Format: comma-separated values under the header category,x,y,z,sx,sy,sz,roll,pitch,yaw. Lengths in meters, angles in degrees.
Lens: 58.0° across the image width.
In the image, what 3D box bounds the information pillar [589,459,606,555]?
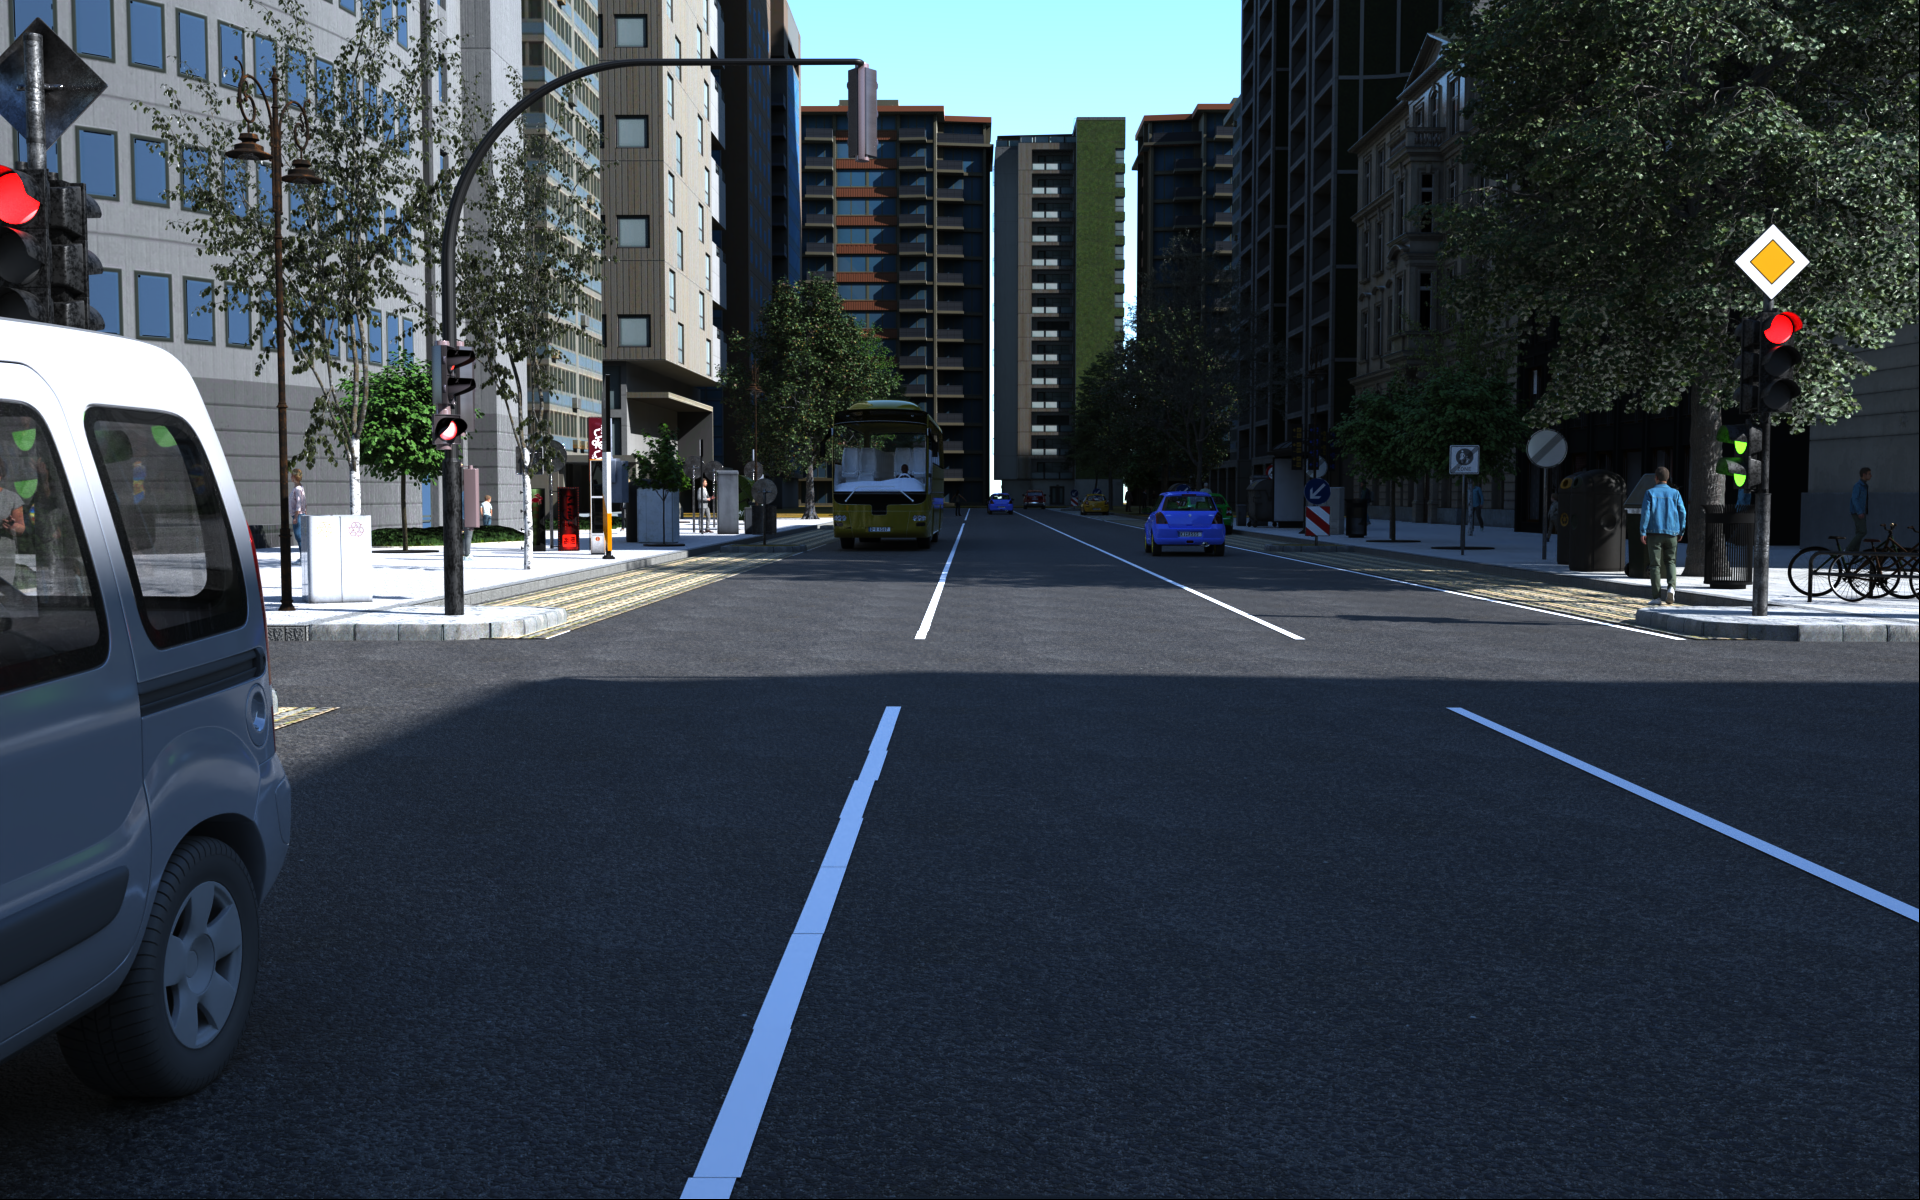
category,x,y,z,sx,sy,sz,roll,pitch,yaw
information pillar,-7.671,-1.969,36.682,0.304,2.012,0.304,0,4,-8

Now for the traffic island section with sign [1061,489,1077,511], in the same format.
category,x,y,z,sx,sy,sz,roll,pitch,yaw
traffic island section with sign,9.590,-8.490,147.446,1.989,1.847,2.006,0,4,0

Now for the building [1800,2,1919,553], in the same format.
category,x,y,z,sx,sy,sz,roll,pitch,yaw
building,30.546,-15.002,32.679,23.554,28.519,14.401,0,4,0

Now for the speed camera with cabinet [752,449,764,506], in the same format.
category,x,y,z,sx,sy,sz,roll,pitch,yaw
speed camera with cabinet,-8.880,-4.983,75.801,0.660,3.252,2.038,0,4,-5

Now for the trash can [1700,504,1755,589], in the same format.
category,x,y,z,sx,sy,sz,roll,pitch,yaw
trash can,10.446,-0.726,23.529,0.748,1.137,0.748,0,3,0

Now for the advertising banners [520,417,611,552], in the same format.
category,x,y,z,sx,sy,sz,roll,pitch,yaw
advertising banners,-8.849,-2.615,38.951,2.074,3.025,0.090,-2,4,-29

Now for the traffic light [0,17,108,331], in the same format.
category,x,y,z,sx,sy,sz,roll,pitch,yaw
traffic light,-5.415,-1.306,10.269,0.839,4.253,0.868,0,4,0

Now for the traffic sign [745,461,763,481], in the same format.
category,x,y,z,sx,sy,sz,roll,pitch,yaw
traffic sign,-7.914,-4.051,66.332,0.768,2.556,0.104,1,4,10

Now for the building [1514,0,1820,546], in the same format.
category,x,y,z,sx,sy,sz,roll,pitch,yaw
building,24.899,-13.485,50.159,12.332,23.373,15.834,0,4,0

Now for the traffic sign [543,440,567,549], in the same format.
category,x,y,z,sx,sy,sz,roll,pitch,yaw
traffic sign,-9.600,-2.480,40.659,0.768,2.556,0.104,0,4,5

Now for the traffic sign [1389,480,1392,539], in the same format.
category,x,y,z,sx,sy,sz,roll,pitch,yaw
traffic sign,12.346,-3.033,49.593,0.884,2.594,0.081,1,4,10

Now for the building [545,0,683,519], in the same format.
category,x,y,z,sx,sy,sz,roll,pitch,yaw
building,-30.401,-23.808,81.139,32.217,40.220,23.993,0,4,0

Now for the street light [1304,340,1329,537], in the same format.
category,x,y,z,sx,sy,sz,roll,pitch,yaw
street light,10.674,-4.848,52.046,0.468,5.910,1.993,0,4,0

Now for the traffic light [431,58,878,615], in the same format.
category,x,y,z,sx,sy,sz,roll,pitch,yaw
traffic light,-3.253,-2.667,18.271,4.771,5.953,1.251,0,4,0

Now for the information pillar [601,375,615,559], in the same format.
category,x,y,z,sx,sy,sz,roll,pitch,yaw
information pillar,-6.985,-2.623,34.243,0.183,3.616,0.504,-1,4,-22

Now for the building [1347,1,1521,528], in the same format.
category,x,y,z,sx,sy,sz,roll,pitch,yaw
building,26.077,-15.673,75.341,14.460,24.649,34.723,0,4,0

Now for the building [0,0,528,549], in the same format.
category,x,y,z,sx,sy,sz,roll,pitch,yaw
building,-26.073,-30.856,46.502,21.231,58.520,28.212,0,4,0

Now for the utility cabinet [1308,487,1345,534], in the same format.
category,x,y,z,sx,sy,sz,roll,pitch,yaw
utility cabinet,11.584,-2.825,54.860,1.173,1.500,0.318,3,5,45

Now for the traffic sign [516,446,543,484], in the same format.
category,x,y,z,sx,sy,sz,roll,pitch,yaw
traffic sign,-9.202,-2.134,37.026,0.606,2.300,0.079,1,4,9

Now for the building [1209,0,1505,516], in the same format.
category,x,y,z,sx,sy,sz,roll,pitch,yaw
building,29.840,-41.992,124.825,20.563,71.187,20.611,0,4,0

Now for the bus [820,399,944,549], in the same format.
category,x,y,z,sx,sy,sz,roll,pitch,yaw
bus,-1.887,-3.496,48.703,2.896,3.916,12.252,0,4,1

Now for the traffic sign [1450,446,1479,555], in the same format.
category,x,y,z,sx,sy,sz,roll,pitch,yaw
traffic sign,10.559,-2.092,36.327,0.606,2.300,0.079,0,4,5

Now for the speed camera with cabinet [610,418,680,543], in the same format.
category,x,y,z,sx,sy,sz,roll,pitch,yaw
speed camera with cabinet,-8.393,-3.112,45.211,2.038,3.252,0.660,0,4,7

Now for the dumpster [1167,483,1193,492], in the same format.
category,x,y,z,sx,sy,sz,roll,pitch,yaw
dumpster,11.603,-5.209,90.926,1.264,1.857,1.865,0,4,0

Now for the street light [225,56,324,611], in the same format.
category,x,y,z,sx,sy,sz,roll,pitch,yaw
street light,-7.416,-2.821,18.905,0.468,5.910,1.993,0,4,0

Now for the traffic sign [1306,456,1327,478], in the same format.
category,x,y,z,sx,sy,sz,roll,pitch,yaw
traffic sign,11.737,-3.493,57.221,0.768,2.556,0.104,1,4,9

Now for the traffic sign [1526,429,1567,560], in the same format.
category,x,y,z,sx,sy,sz,roll,pitch,yaw
traffic sign,11.464,-2.067,33.906,0.768,2.556,0.104,1,4,10

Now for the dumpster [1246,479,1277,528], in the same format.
category,x,y,z,sx,sy,sz,roll,pitch,yaw
dumpster,11.792,-3.735,66.818,1.264,1.857,1.865,0,4,0

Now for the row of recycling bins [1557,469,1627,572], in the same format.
category,x,y,z,sx,sy,sz,roll,pitch,yaw
row of recycling bins,11.038,-1.412,30.203,1.069,1.692,3.534,1,4,15

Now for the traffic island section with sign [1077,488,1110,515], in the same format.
category,x,y,z,sx,sy,sz,roll,pitch,yaw
traffic island section with sign,9.352,-6.825,120.215,1.989,1.847,2.006,0,4,0

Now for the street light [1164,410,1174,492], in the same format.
category,x,y,z,sx,sy,sz,roll,pitch,yaw
street light,11.163,-7.348,92.925,0.468,5.910,1.993,0,4,0

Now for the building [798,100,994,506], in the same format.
category,x,y,z,sx,sy,sz,roll,pitch,yaw
building,-10.738,-33.073,195.361,28.867,44.769,22.147,0,4,0

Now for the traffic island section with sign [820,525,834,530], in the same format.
category,x,y,z,sx,sy,sz,roll,pitch,yaw
traffic island section with sign,-4.603,-3.759,70.090,1.989,1.847,2.006,0,4,0

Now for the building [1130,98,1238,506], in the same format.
category,x,y,z,sx,sy,sz,roll,pitch,yaw
building,32.609,-33.007,194.294,28.867,44.769,22.147,0,4,0

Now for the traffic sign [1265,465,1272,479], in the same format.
category,x,y,z,sx,sy,sz,roll,pitch,yaw
traffic sign,13.334,-4.488,73.487,0.768,2.556,0.104,0,4,4

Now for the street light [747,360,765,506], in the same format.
category,x,y,z,sx,sy,sz,roll,pitch,yaw
street light,-7.035,-5.315,59.689,0.468,5.910,1.993,0,4,0

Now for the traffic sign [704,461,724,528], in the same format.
category,x,y,z,sx,sy,sz,roll,pitch,yaw
traffic sign,-9.398,-4.038,66.133,0.768,2.556,0.104,1,4,10

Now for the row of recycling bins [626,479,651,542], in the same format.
category,x,y,z,sx,sy,sz,roll,pitch,yaw
row of recycling bins,-8.420,-2.480,47.661,1.069,1.692,3.534,0,4,2

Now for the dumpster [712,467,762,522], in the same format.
category,x,y,z,sx,sy,sz,roll,pitch,yaw
dumpster,-8.102,-3.678,62.631,1.502,2.255,1.985,0,4,0

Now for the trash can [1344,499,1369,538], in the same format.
category,x,y,z,sx,sy,sz,roll,pitch,yaw
trash can,11.666,-2.404,50.955,0.748,1.137,0.748,0,3,0

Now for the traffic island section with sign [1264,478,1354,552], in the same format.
category,x,y,z,sx,sy,sz,roll,pitch,yaw
traffic island section with sign,8.684,-2.124,43.349,1.989,1.847,2.006,0,4,0

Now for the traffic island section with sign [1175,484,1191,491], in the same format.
category,x,y,z,sx,sy,sz,roll,pitch,yaw
traffic island section with sign,8.921,-3.796,70.700,1.989,1.847,2.006,0,4,0

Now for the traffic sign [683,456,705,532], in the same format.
category,x,y,z,sx,sy,sz,roll,pitch,yaw
traffic sign,-8.896,-3.531,57.845,0.768,2.556,0.104,1,4,9

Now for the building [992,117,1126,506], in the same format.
category,x,y,z,sx,sy,sz,roll,pitch,yaw
building,10.702,-31.046,191.196,14.086,41.232,14.154,0,4,0

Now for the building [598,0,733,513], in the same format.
category,x,y,z,sx,sy,sz,roll,pitch,yaw
building,-29.476,-31.683,107.261,28.713,52.752,27.495,0,4,0

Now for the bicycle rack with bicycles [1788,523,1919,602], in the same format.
category,x,y,z,sx,sy,sz,roll,pitch,yaw
bicycle rack with bicycles,11.310,-0.443,20.626,2.852,0.926,2.925,-3,5,-40

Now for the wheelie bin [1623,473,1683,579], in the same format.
category,x,y,z,sx,sy,sz,roll,pitch,yaw
wheelie bin,10.595,-1.136,26.476,0.693,1.594,0.980,-1,4,-9

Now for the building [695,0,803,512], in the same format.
category,x,y,z,sx,sy,sz,roll,pitch,yaw
building,-21.799,-30.793,153.571,14.200,45.320,14.600,0,4,0

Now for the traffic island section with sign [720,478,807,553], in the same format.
category,x,y,z,sx,sy,sz,roll,pitch,yaw
traffic island section with sign,-4.841,-2.102,42.989,1.989,1.847,2.006,0,4,0

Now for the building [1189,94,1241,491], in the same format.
category,x,y,z,sx,sy,sz,roll,pitch,yaw
building,36.450,-27.925,148.458,32.217,40.220,23.993,0,4,0

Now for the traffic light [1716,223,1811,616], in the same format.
category,x,y,z,sx,sy,sz,roll,pitch,yaw
traffic light,8.415,-1.788,18.150,0.839,4.253,0.868,0,4,0
